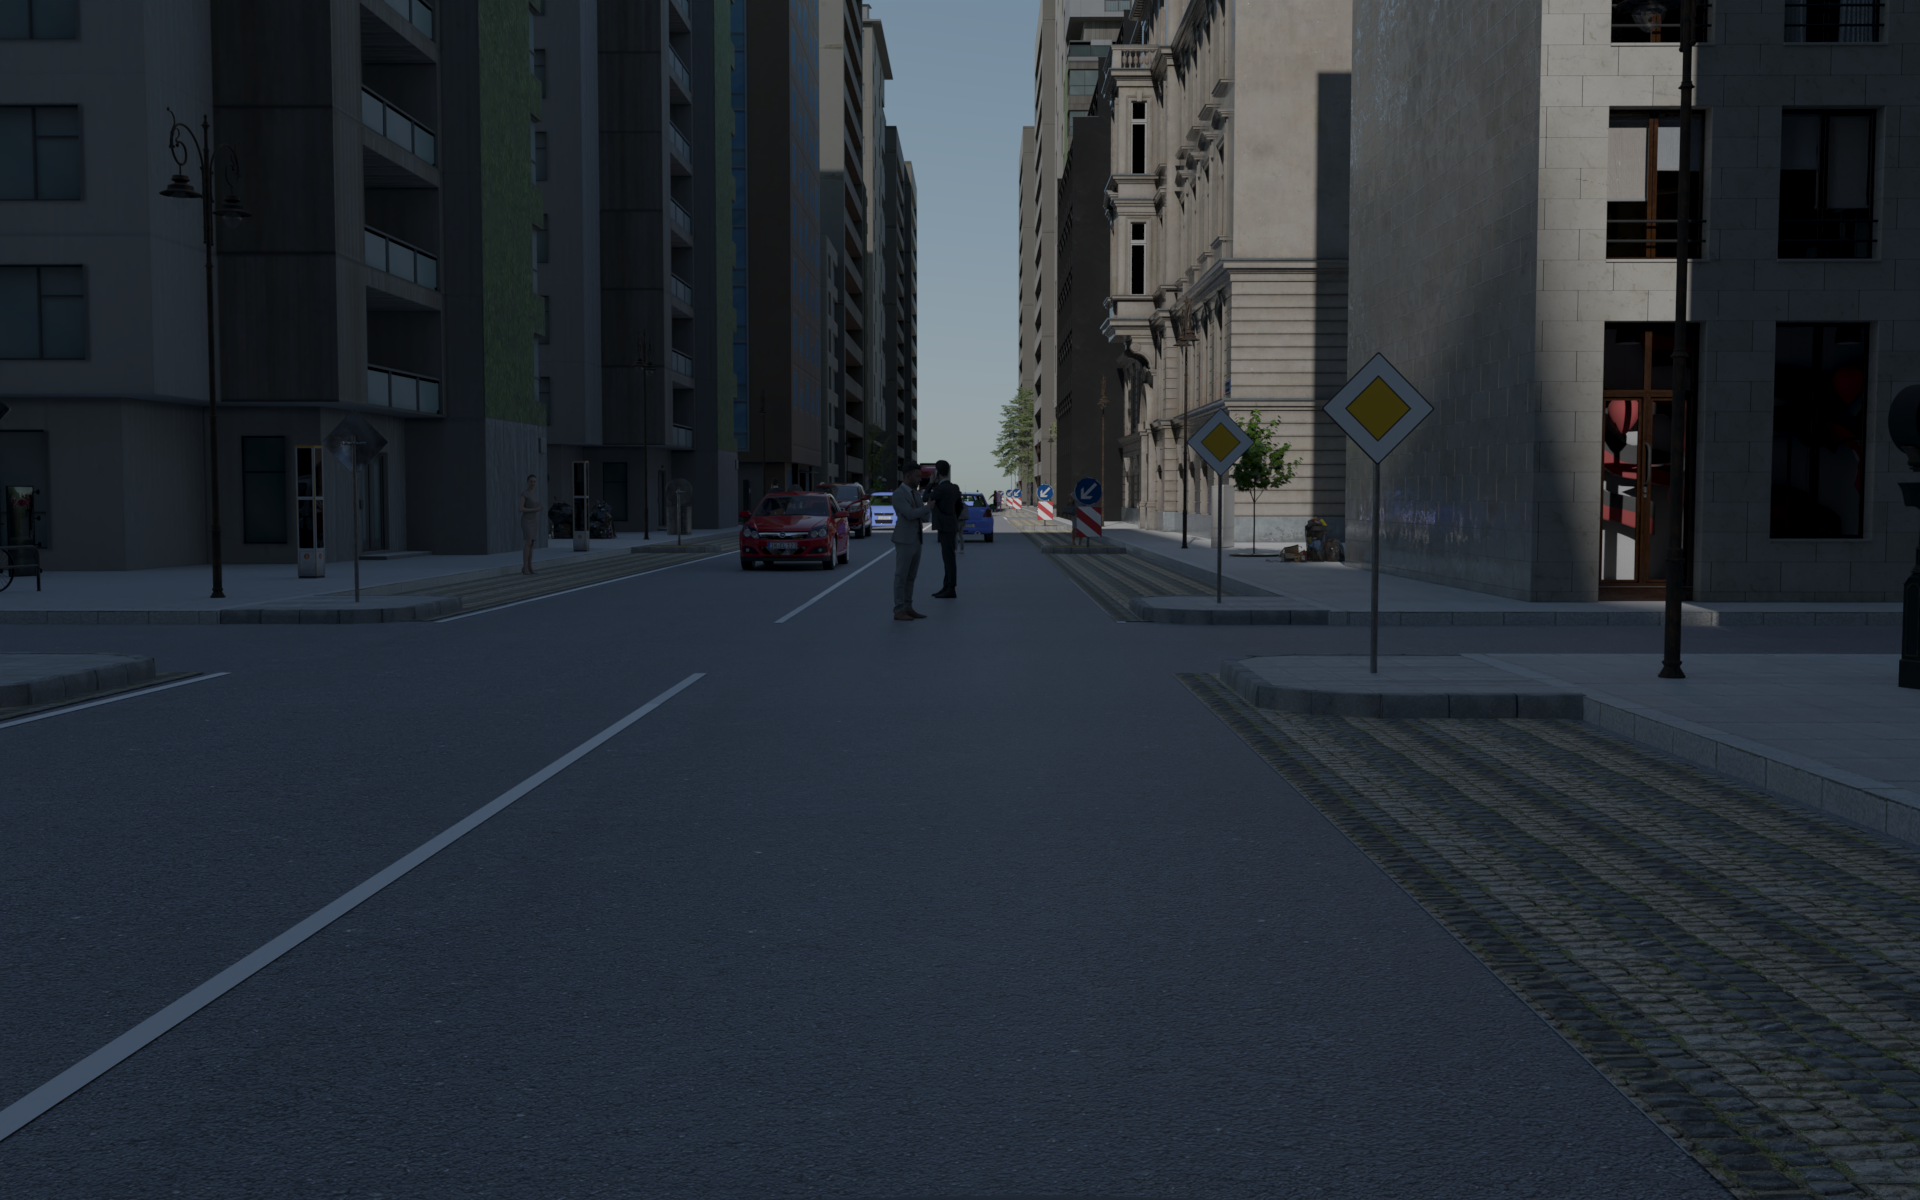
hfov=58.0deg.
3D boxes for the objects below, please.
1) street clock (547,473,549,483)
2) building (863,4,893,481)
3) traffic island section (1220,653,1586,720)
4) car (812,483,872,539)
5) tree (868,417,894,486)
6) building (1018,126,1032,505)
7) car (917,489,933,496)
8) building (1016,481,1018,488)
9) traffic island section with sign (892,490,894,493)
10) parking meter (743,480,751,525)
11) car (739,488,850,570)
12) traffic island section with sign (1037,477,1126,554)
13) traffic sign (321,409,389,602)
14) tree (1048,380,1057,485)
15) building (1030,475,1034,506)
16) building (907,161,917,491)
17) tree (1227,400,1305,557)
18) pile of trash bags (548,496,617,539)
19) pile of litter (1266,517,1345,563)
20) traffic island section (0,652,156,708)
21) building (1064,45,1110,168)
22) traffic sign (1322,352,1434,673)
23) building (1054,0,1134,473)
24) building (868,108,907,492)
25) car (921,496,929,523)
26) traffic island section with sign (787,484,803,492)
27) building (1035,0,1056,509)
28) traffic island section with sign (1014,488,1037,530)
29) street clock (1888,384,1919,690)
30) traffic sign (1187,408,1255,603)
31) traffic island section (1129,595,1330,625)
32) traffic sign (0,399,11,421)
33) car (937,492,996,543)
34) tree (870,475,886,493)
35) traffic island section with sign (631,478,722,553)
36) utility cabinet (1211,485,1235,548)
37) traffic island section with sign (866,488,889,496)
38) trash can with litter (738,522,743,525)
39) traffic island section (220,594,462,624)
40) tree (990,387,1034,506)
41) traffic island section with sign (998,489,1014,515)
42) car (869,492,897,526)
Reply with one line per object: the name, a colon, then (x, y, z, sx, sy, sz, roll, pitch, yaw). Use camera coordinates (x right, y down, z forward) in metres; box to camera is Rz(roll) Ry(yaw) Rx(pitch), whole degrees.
street clock: (-12.660, -2.922, 52.344, 0.471, 2.002, 0.358, 0, 4, -1)
building: (-22.300, -36.907, 192.666, 28.713, 52.752, 27.495, 0, 4, 1)
traffic island section: (2.988, 0.602, 12.435, 2.009, 0.180, 2.903, 0, 4, 1)
car: (-4.036, -2.966, 57.169, 2.281, 1.827, 5.304, 0, 4, 1)
tree: (-8.623, -13.205, 166.263, 4.737, 8.622, 4.395, 0, 3, 0)
building: (18.260, -36.332, 217.728, 21.300, 48.544, 21.600, 0, 4, 1)
car: (-2.931, -8.302, 144.403, 2.281, 1.827, 5.304, 0, 4, 1)
building: (24.004, -33.611, 241.415, 32.217, 40.220, 23.993, 0, 4, 1)
traffic island section with sign: (-5.816, -8.471, 147.133, 1.989, 1.847, 2.006, 0, 4, 1)
parking meter: (-8.607, -3.929, 69.942, 0.255, 1.863, 0.399, 0, 4, 8)
car: (-3.215, -1.535, 34.135, 2.155, 1.783, 4.494, 0, 4, 2)
traffic island section with sign: (2.971, -2.049, 42.132, 1.989, 1.847, 2.006, 0, 4, 1)
traffic sign: (-7.144, -1.029, 20.471, 0.795, 2.450, 0.064, 0, 4, 1)
tree: (7.126, -9.435, 104.625, 4.737, 8.622, 4.395, 0, 3, 0)
building: (18.306, -46.343, 195.955, 20.563, 71.187, 20.611, 0, 4, 1)
building: (-16.940, -37.664, 239.506, 21.300, 48.544, 21.600, 0, 4, 1)
tree: (5.972, -2.506, 35.580, 1.663, 3.219, 1.824, 0, 3, 0)
pile of trash bags: (-11.611, -2.475, 50.222, 3.447, 1.369, 1.912, 0, 4, 7)
pile of litter: (6.605, -1.160, 32.936, 1.719, 0.858, 1.176, 0, 4, -4)
traffic island section: (-7.253, 0.595, 12.549, 2.009, 0.180, 2.903, 0, 4, 1)
building: (13.834, -21.018, 115.351, 14.160, 30.474, 14.107, 0, 4, 1)
traffic sign: (2.964, -0.533, 12.358, 0.795, 2.450, 0.064, 0, 4, 1)
building: (21.380, -33.402, 135.354, 28.713, 52.752, 27.495, 0, 4, 1)
building: (-18.087, -36.334, 217.768, 21.300, 48.544, 21.600, 0, 4, 1)
car: (-2.537, -4.583, 87.286, 2.083, 1.381, 4.827, 0, 4, 1)
traffic island section with sign: (-6.654, -3.757, 70.050, 1.989, 1.847, 2.006, 0, 4, 1)
building: (17.845, -32.803, 160.023, 21.300, 48.544, 21.600, 0, 4, 1)
traffic island section with sign: (3.278, -3.722, 69.486, 1.989, 1.847, 2.006, 0, 4, 1)
street clock: (6.353, -0.417, 11.393, 0.471, 2.002, 0.358, -1, 4, -18)
traffic sign: (3.049, -1.021, 20.342, 0.795, 2.450, 0.064, 0, 4, 1)
traffic island section: (3.073, 0.114, 20.419, 2.009, 0.180, 2.903, 0, 4, 1)
traffic sign: (-7.229, -0.541, 12.487, 0.795, 2.450, 0.064, 0, 4, 1)
car: (0.141, -2.626, 52.523, 1.945, 1.707, 3.694, 0, 4, -1)
tree: (-8.102, -10.875, 172.406, 1.663, 3.219, 1.824, 0, 3, 0)
traffic island section with sign: (-6.938, -2.080, 42.639, 1.989, 1.847, 2.006, 0, 4, 1)
utility cabinet: (6.272, -2.000, 41.384, 0.318, 1.500, 1.173, 1, 4, 21)
traffic island section with sign: (-6.117, -6.778, 119.444, 1.989, 1.847, 2.006, 0, 4, 1)
trash can with litter: (-9.410, -3.701, 71.562, 1.678, 1.210, 2.233, -1, 4, -16)
traffic island section: (-7.168, 0.107, 20.533, 2.009, 0.180, 2.903, 0, 4, 1)
tree: (7.025, -16.203, 183.051, 7.486, 12.596, 7.792, 0, 3, 0)
traffic island section with sign: (3.814, -6.797, 119.759, 1.989, 1.847, 2.006, 0, 4, 1)
car: (-2.967, -3.654, 69.337, 1.945, 1.707, 3.694, 0, 3, 0)
